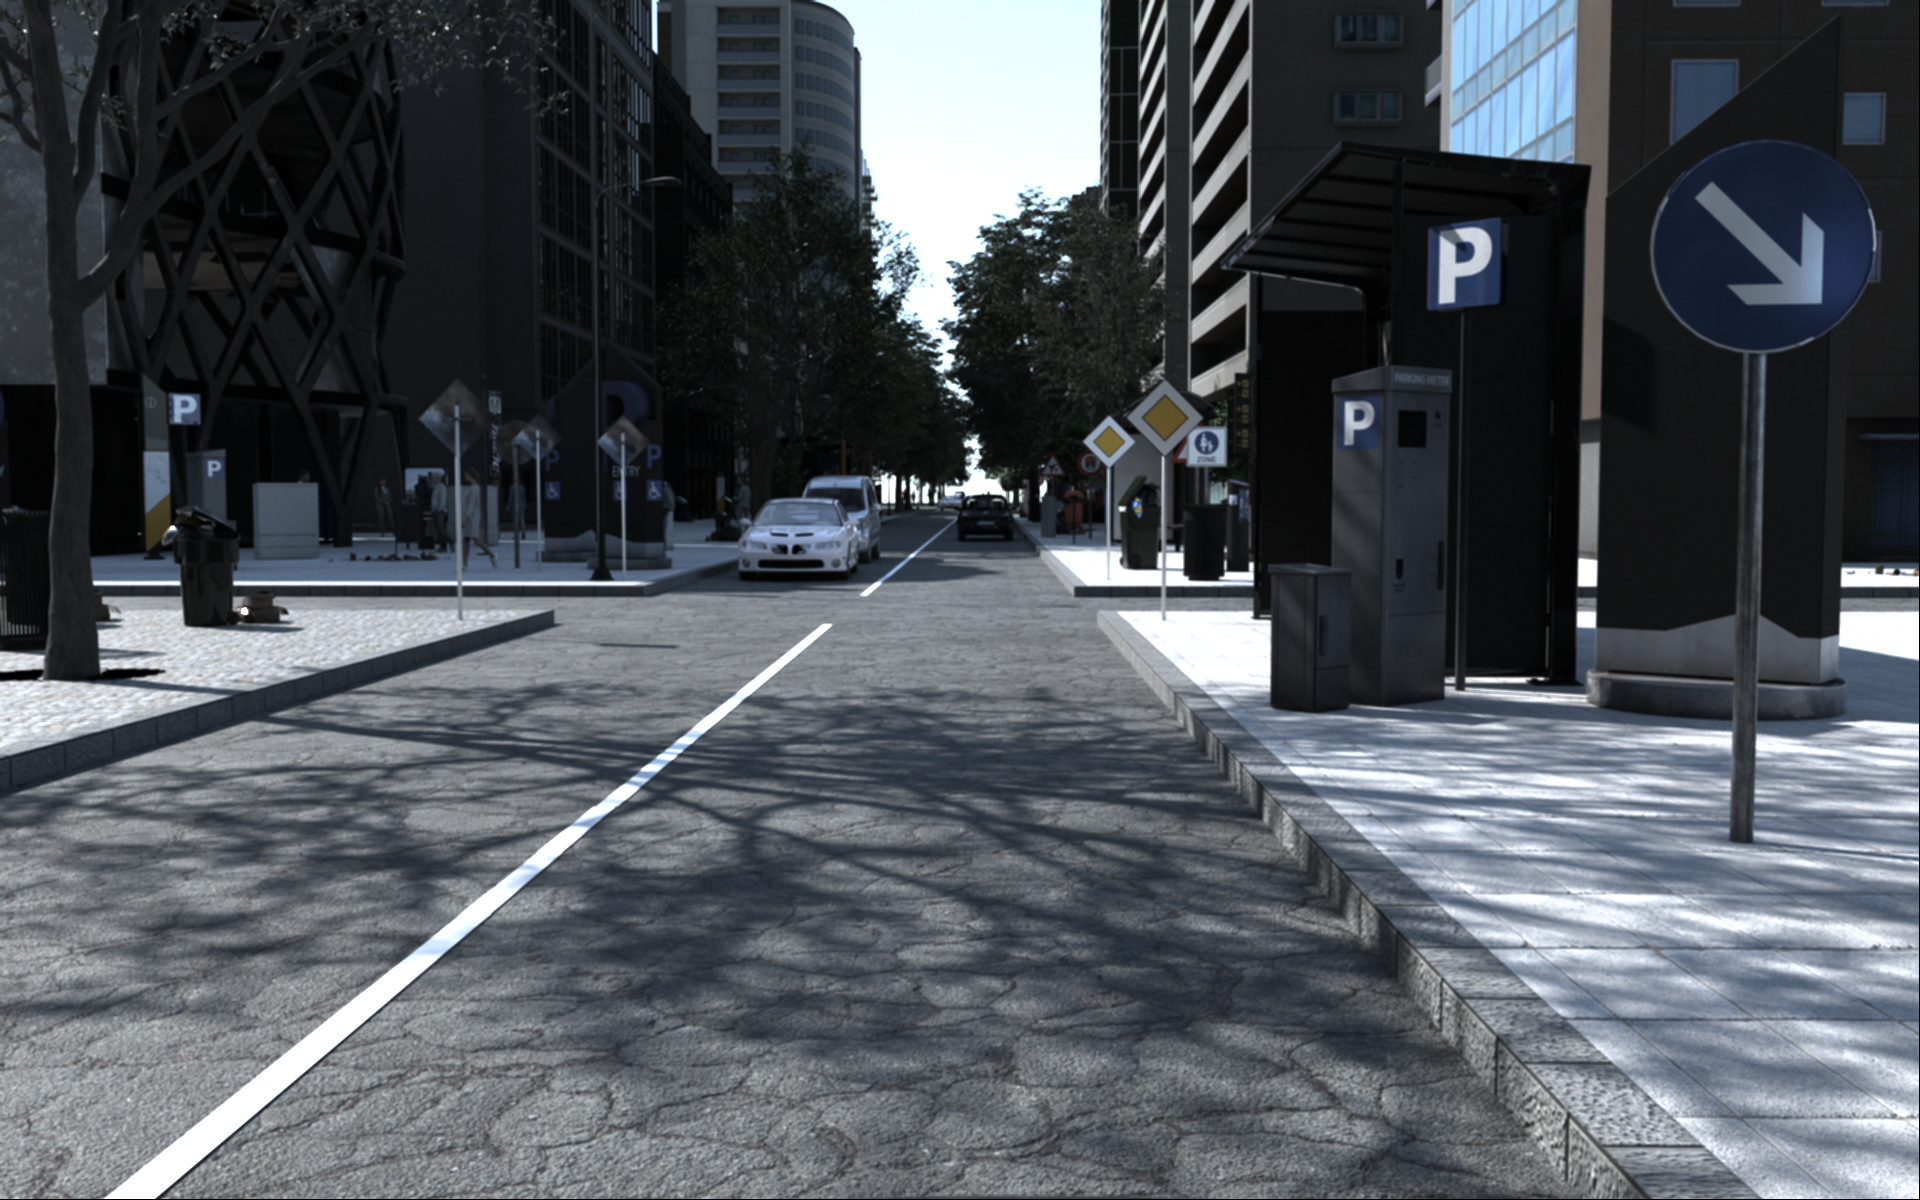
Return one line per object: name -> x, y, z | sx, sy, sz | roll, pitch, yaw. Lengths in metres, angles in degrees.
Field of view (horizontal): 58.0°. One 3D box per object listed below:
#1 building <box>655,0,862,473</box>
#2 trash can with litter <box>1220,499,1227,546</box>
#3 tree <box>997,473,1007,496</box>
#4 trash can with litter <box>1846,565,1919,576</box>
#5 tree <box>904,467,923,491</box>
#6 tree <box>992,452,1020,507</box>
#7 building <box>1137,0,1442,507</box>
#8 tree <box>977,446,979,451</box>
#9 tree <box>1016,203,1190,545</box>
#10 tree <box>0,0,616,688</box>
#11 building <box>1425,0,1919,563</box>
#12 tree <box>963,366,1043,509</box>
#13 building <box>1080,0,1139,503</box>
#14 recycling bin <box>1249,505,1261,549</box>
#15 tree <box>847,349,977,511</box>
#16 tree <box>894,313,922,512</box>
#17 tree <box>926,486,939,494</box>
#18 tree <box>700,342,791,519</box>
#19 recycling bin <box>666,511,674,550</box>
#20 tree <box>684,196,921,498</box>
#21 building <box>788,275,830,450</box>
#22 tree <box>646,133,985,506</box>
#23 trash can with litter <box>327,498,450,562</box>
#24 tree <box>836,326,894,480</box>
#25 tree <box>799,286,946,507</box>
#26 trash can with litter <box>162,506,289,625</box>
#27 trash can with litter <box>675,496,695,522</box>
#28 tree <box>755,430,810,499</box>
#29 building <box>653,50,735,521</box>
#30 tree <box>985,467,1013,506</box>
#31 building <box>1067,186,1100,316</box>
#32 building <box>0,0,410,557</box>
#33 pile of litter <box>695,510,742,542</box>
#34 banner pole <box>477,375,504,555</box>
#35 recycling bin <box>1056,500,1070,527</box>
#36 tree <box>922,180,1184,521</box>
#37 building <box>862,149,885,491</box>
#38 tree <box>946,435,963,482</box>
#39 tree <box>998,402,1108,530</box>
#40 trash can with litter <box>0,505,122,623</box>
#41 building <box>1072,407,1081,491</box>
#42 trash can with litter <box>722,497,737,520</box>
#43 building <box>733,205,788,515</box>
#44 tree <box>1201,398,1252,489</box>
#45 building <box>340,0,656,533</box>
building -> -23.156, -40.651, 206.643 | 21.231, 58.520, 28.212 | 0, 4, 1
trash can with litter -> 6.779, -1.879, 42.115 | 0.624, 1.170, 1.055 | -2, 4, -26
tree -> 5.899, -16.871, 226.195 | 4.737, 8.622, 4.395 | 0, 3, 0
trash can with litter -> 15.248, -0.992, 27.283 | 2.233, 1.210, 1.678 | 3, 4, 39
tree -> -4.682, -12.207, 149.950 | 4.737, 8.622, 4.395 | 0, 3, 0
tree -> 5.546, -14.749, 166.902 | 9.928, 11.665, 9.643 | 0, 3, 0
building -> 24.375, -30.618, 124.307 | 21.300, 48.544, 21.600 | 0, 4, 1
tree -> -2.186, -19.549, 236.631 | 9.611, 12.733, 9.660 | 0, 3, 0
tree -> 3.617, -5.673, 43.117 | 4.360, 8.622, 3.978 | 0, 3, 0
tree -> -6.058, -6.200, 11.741 | 12.009, 13.543, 11.850 | 0, 3, 0
building -> 19.126, -23.706, 37.697 | 14.200, 45.320, 14.600 | 0, 4, 1
tree -> 5.247, -14.232, 150.822 | 7.486, 12.596, 7.792 | 0, 3, 0
building -> 25.045, -46.803, 203.479 | 20.563, 71.187, 20.611 | 0, 4, 1
recycling bin -> 6.778, -1.638, 39.333 | 0.722, 1.027, 0.722 | 2, 4, 26
tree -> -4.032, -13.289, 134.283 | 9.611, 12.733, 9.660 | 0, 3, 0
tree -> 3.568, -10.772, 82.770 | 9.857, 13.997, 8.962 | 0, 3, 0
tree -> -3.379, -13.991, 223.349 | 1.663, 3.219, 1.824 | 0, 3, 0
tree -> -10.164, -8.063, 82.191 | 4.737, 8.622, 4.395 | 0, 3, 0
recycling bin -> -7.046, -1.657, 39.642 | 0.722, 1.027, 0.722 | 3, 5, 43
tree -> -5.502, -8.145, 58.921 | 9.928, 11.665, 9.643 | 0, 3, 0
building -> -25.994, -18.314, 144.470 | 27.650, 21.520, 28.899 | 0, 4, 1
tree -> -4.854, -6.761, 44.951 | 7.601, 10.594, 8.767 | 2, 4, 29
trash can with litter -> -11.065, -1.375, 33.541 | 2.233, 1.210, 1.678 | -1, 4, -14
tree -> -4.175, -13.128, 121.295 | 9.857, 13.997, 8.962 | 0, 3, 0
tree -> -4.947, -10.788, 94.504 | 7.486, 12.596, 7.792 | 0, 3, 0
trash can with litter -> -7.259, -0.352, 17.136 | 0.624, 1.170, 1.055 | 2, 4, 35
trash can with litter -> -12.550, -4.151, 79.255 | 1.055, 1.170, 0.624 | 2, 4, 34
tree -> -5.636, -3.544, 52.549 | 1.663, 3.219, 1.824 | 0, 3, 0
building -> -18.947, -15.870, 89.158 | 12.332, 23.373, 15.834 | 0, 4, 1
tree -> 5.795, -16.749, 208.265 | 8.767, 10.594, 7.601 | -2, 4, -32
building -> 22.751, -36.774, 251.370 | 14.600, 45.320, 14.200 | 0, 4, 1
building -> -22.830, -10.703, 42.440 | 16.820, 18.784, 16.811 | 0, 4, 1
pile of litter -> -6.382, -2.031, 47.172 | 1.719, 0.858, 1.176 | 3, 4, 36
banner pole -> -9.935, -2.857, 36.724 | 0.401, 3.779, 0.863 | 1, 4, 20
recycling bin -> 4.139, -3.403, 68.185 | 0.722, 1.027, 0.722 | 2, 4, 23
tree -> 4.060, -9.973, 69.711 | 9.857, 13.997, 8.962 | 0, 3, 0
building -> -22.558, -37.714, 236.235 | 23.786, 49.044, 30.456 | 0, 4, 1
tree -> -4.346, -15.655, 174.090 | 7.486, 12.596, 7.792 | 0, 3, 0
tree -> 4.102, -4.770, 61.709 | 4.285, 4.588, 4.351 | 0, 3, 0
trash can with litter -> -9.091, -0.369, 17.427 | 1.055, 1.170, 0.624 | -3, 5, -44
building -> 29.112, -23.561, 230.255 | 27.650, 21.520, 28.899 | 0, 4, 1
trash can with litter -> -11.341, -4.575, 86.185 | 1.055, 1.170, 0.624 | 1, 4, 16
building -> -27.165, -16.550, 115.640 | 27.650, 21.520, 28.899 | 0, 4, 1
tree -> 8.913, -4.531, 57.791 | 4.285, 4.588, 4.351 | 0, 3, 0
building -> -21.096, -16.812, 68.379 | 14.314, 27.812, 24.014 | 0, 4, 1
